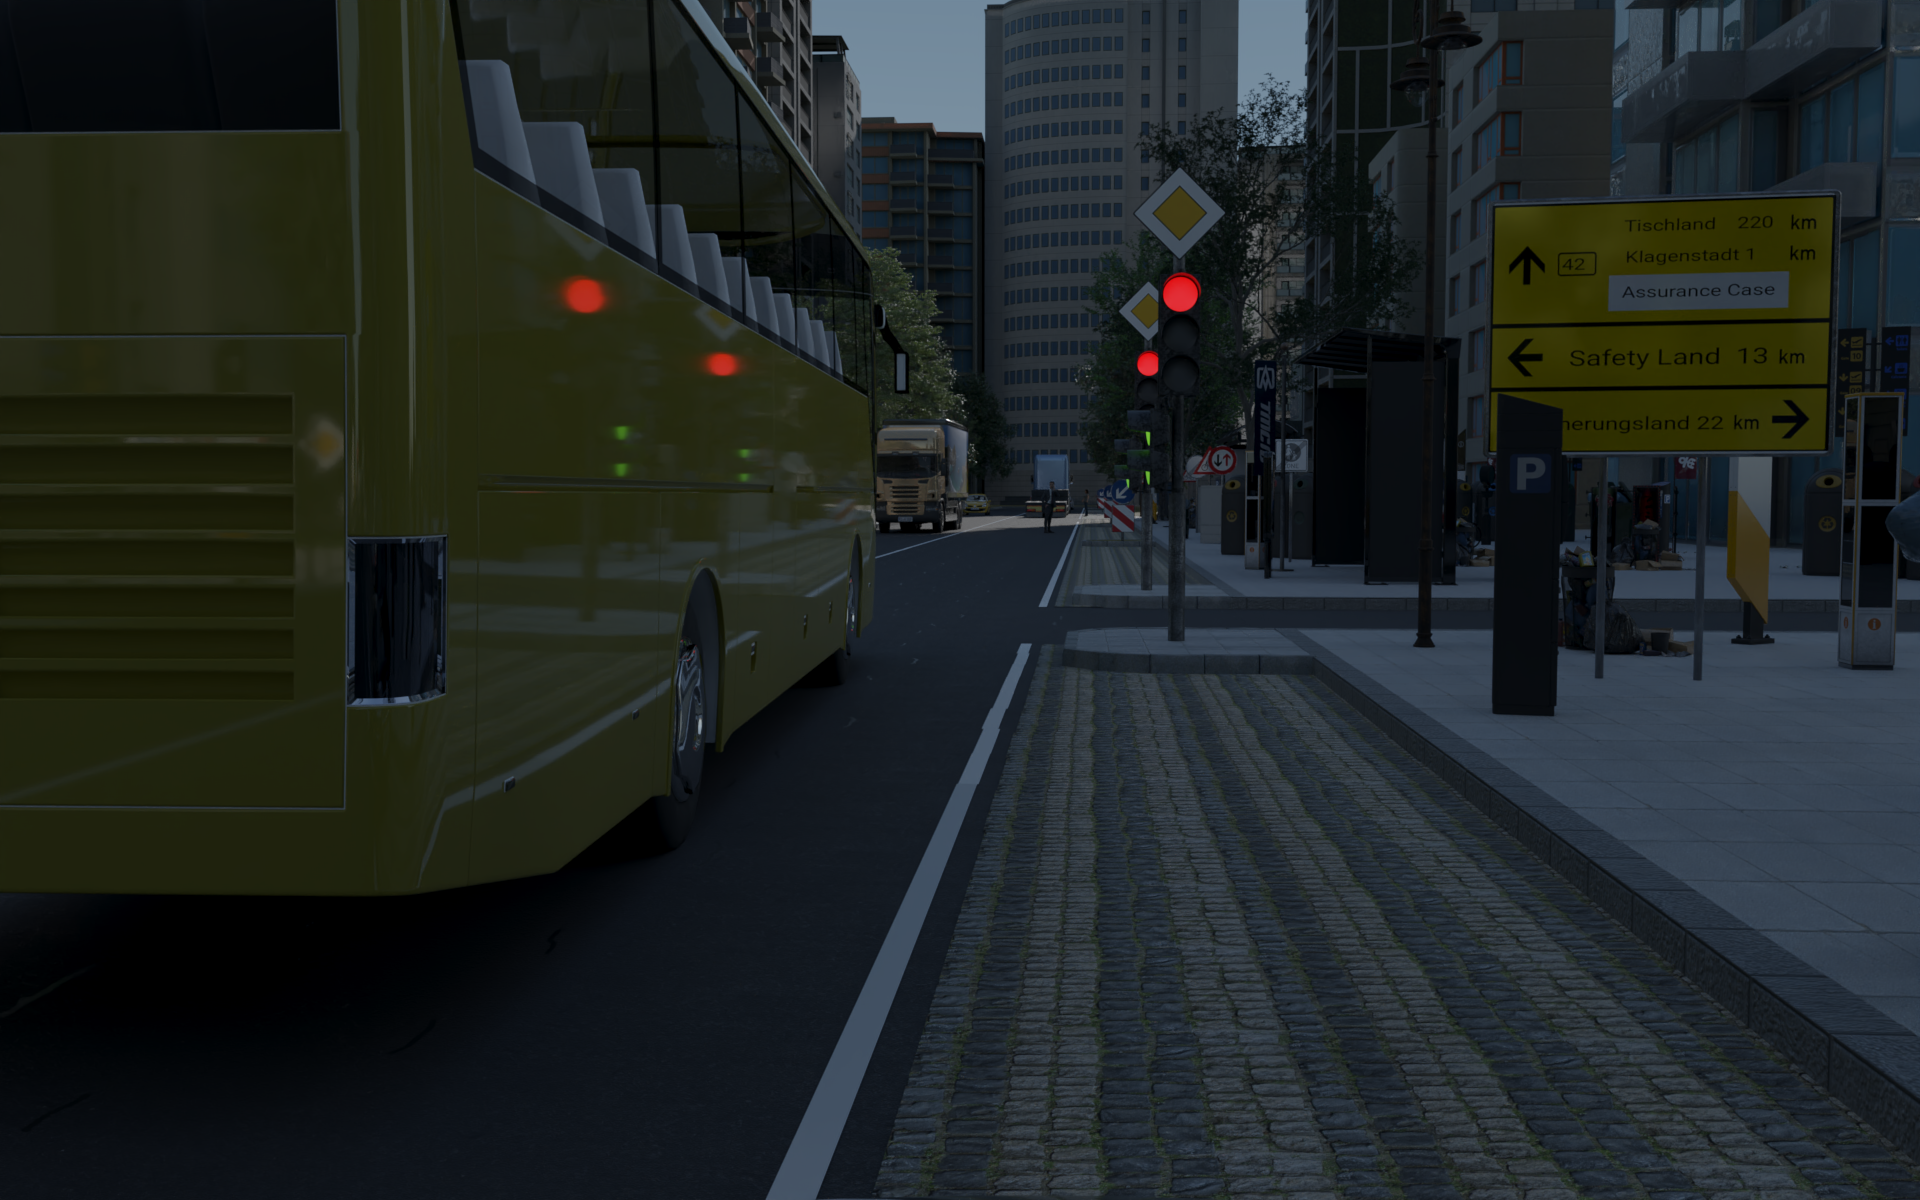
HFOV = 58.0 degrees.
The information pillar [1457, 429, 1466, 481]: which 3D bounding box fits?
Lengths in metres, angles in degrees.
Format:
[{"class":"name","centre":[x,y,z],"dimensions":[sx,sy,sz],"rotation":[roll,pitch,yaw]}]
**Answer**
[{"class":"information pillar","centre":[17.945,-4.339,62.290],"dimensions":[0.504,3.616,0.183],"rotation":[3,5,39]}]

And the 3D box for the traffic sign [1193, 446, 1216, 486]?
[{"class":"traffic sign","centre":[6.742,-2.860,46.773],"dimensions":[0.884,2.594,0.081],"rotation":[0,4,7]}]

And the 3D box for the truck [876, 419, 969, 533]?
[{"class":"truck","centre":[-1.447,-4.784,67.127],"dimensions":[2.839,4.237,11.283],"rotation":[0,4,6]}]

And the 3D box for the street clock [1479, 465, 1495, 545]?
[{"class":"street clock","centre":[13.253,-2.385,43.572],"dimensions":[0.358,2.002,0.471],"rotation":[3,5,40]}]

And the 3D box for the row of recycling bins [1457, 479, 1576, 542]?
[{"class":"row of recycling bins","centre":[14.863,-2.446,47.098],"dimensions":[3.534,1.692,1.069],"rotation":[1,4,8]}]

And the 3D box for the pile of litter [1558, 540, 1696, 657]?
[{"class":"pile of litter","centre":[5.403,-0.029,14.432],"dimensions":[1.176,0.858,1.719],"rotation":[0,4,-4]}]

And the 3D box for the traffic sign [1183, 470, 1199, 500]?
[{"class":"traffic sign","centre":[10.193,-4.723,77.219],"dimensions":[0.884,2.594,0.081],"rotation":[0,4,7]}]

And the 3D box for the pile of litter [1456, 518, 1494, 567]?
[{"class":"pile of litter","centre":[9.334,-1.055,31.222],"dimensions":[1.719,0.858,1.176],"rotation":[-3,5,-44]}]

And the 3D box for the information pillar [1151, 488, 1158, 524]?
[{"class":"information pillar","centre":[8.293,-5.071,74.258],"dimensions":[0.183,3.616,0.504],"rotation":[-2,4,-24]}]

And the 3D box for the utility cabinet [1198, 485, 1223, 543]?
[{"class":"utility cabinet","centre":[6.804,-2.202,44.684],"dimensions":[1.173,1.500,0.318],"rotation":[2,4,35]}]

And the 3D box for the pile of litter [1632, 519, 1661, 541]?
[{"class":"pile of litter","centre":[11.721,-0.939,29.322],"dimensions":[1.719,0.858,1.176],"rotation":[1,4,21]}]

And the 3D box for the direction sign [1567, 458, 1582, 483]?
[{"class":"direction sign","centre":[20.526,-4.057,58.322],"dimensions":[0.876,3.537,0.379],"rotation":[-1,4,-8]}]

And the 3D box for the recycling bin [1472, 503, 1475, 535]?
[{"class":"recycling bin","centre":[14.118,-2.243,49.223],"dimensions":[0.722,1.027,0.722],"rotation":[-1,4,-17]}]

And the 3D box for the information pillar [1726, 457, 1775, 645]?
[{"class":"information pillar","centre":[6.738,-1.429,14.719],"dimensions":[0.504,3.616,0.183],"rotation":[-2,4,-32]}]

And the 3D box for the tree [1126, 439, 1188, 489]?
[{"class":"tree","centre":[13.741,-10.926,128.999],"dimensions":[4.737,8.622,4.395],"rotation":[0,3,0]}]

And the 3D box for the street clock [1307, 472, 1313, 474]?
[{"class":"street clock","centre":[11.457,-3.167,56.353],"dimensions":[0.471,2.002,0.358],"rotation":[1,4,16]}]

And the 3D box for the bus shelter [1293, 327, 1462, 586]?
[{"class":"bus shelter","centre":[6.465,-2.209,27.396],"dimensions":[1.731,3.624,6.357],"rotation":[0,4,4]}]

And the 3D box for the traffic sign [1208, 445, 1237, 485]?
[{"class":"traffic sign","centre":[6.894,-2.778,45.532],"dimensions":[0.768,2.556,0.104],"rotation":[1,4,12]}]

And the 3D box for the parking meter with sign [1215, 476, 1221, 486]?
[{"class":"parking meter with sign","centre":[11.471,-4.833,75.282],"dimensions":[1.738,3.016,0.543],"rotation":[-1,4,-15]}]

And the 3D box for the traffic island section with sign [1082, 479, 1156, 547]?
[{"class":"traffic island section with sign","centre":[4.360,-2.386,47.637],"dimensions":[1.989,1.847,2.006],"rotation":[0,4,4]}]

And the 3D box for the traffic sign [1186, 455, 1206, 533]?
[{"class":"traffic sign","centre":[7.803,-3.479,56.988],"dimensions":[0.768,2.556,0.104],"rotation":[1,4,13]}]

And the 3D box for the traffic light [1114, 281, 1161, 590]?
[{"class":"traffic light","centre":[2.471,-2.084,22.996],"dimensions":[0.839,4.253,0.868],"rotation":[0,4,4]}]

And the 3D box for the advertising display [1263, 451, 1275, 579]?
[{"class":"advertising display","centre":[4.743,-1.307,26.584],"dimensions":[0.123,1.923,0.974],"rotation":[1,4,13]}]

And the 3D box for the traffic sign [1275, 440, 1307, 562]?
[{"class":"traffic sign","centre":[6.196,-1.855,32.455],"dimensions":[0.606,2.300,0.079],"rotation":[1,4,11]}]

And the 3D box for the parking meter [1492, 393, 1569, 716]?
[{"class":"parking meter","centre":[3.323,-0.268,10.090],"dimensions":[0.399,1.863,0.255],"rotation":[1,4,16]}]

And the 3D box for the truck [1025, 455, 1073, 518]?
[{"class":"truck","centre":[5.812,-7.523,112.758],"dimensions":[2.967,4.110,18.799],"rotation":[0,4,4]}]

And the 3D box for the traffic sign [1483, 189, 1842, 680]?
[{"class":"traffic sign","centre":[4.767,-1.102,11.891],"dimensions":[2.265,3.308,0.079],"rotation":[1,4,11]}]

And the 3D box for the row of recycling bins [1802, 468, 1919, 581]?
[{"class":"row of recycling bins","centre":[14.354,-1.163,26.130],"dimensions":[1.069,1.692,3.534],"rotation":[-2,4,-25]}]

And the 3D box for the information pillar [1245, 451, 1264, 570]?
[{"class":"information pillar","centre":[5.052,-1.526,29.435],"dimensions":[0.304,2.012,0.304],"rotation":[3,5,44]}]

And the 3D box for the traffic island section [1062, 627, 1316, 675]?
[{"class":"traffic island section","centre":[1.912,0.436,15.145],"dimensions":[2.009,0.180,2.903],"rotation":[0,4,4]}]

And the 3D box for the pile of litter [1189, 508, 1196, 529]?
[{"class":"pile of litter","centre":[8.850,-3.092,64.527],"dimensions":[1.176,0.858,1.719],"rotation":[0,4,-2]}]

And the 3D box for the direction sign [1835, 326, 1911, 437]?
[{"class":"direction sign","centre":[12.415,-1.934,23.622],"dimensions":[0.876,3.537,0.379],"rotation":[2,4,28]}]

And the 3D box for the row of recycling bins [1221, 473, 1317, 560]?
[{"class":"row of recycling bins","centre":[6.478,-1.732,35.433],"dimensions":[1.069,1.692,3.534],"rotation":[-1,4,-21]}]

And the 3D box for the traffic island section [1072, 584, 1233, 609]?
[{"class":"traffic island section","centre":[2.510,-0.051,23.107],"dimensions":[2.009,0.180,2.903],"rotation":[0,4,4]}]

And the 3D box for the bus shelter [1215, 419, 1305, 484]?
[{"class":"bus shelter","centre":[8.451,-3.384,49.249],"dimensions":[2.014,3.302,5.546],"rotation":[0,4,4]}]

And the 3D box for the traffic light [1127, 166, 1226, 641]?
[{"class":"traffic light","centre":[1.873,-1.597,15.034],"dimensions":[0.839,4.253,0.868],"rotation":[0,4,4]}]

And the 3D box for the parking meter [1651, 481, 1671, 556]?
[{"class":"parking meter","centre":[13.551,-1.538,33.554],"dimensions":[0.372,1.533,0.369],"rotation":[0,3,0]}]

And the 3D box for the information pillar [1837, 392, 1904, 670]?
[{"class":"information pillar","centre":[6.665,-0.501,12.688],"dimensions":[0.304,2.012,0.304],"rotation":[1,4,8]}]

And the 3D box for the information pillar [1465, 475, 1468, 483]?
[{"class":"information pillar","centre":[18.998,-3.730,65.484],"dimensions":[0.304,2.012,0.304],"rotation":[2,4,35]}]
